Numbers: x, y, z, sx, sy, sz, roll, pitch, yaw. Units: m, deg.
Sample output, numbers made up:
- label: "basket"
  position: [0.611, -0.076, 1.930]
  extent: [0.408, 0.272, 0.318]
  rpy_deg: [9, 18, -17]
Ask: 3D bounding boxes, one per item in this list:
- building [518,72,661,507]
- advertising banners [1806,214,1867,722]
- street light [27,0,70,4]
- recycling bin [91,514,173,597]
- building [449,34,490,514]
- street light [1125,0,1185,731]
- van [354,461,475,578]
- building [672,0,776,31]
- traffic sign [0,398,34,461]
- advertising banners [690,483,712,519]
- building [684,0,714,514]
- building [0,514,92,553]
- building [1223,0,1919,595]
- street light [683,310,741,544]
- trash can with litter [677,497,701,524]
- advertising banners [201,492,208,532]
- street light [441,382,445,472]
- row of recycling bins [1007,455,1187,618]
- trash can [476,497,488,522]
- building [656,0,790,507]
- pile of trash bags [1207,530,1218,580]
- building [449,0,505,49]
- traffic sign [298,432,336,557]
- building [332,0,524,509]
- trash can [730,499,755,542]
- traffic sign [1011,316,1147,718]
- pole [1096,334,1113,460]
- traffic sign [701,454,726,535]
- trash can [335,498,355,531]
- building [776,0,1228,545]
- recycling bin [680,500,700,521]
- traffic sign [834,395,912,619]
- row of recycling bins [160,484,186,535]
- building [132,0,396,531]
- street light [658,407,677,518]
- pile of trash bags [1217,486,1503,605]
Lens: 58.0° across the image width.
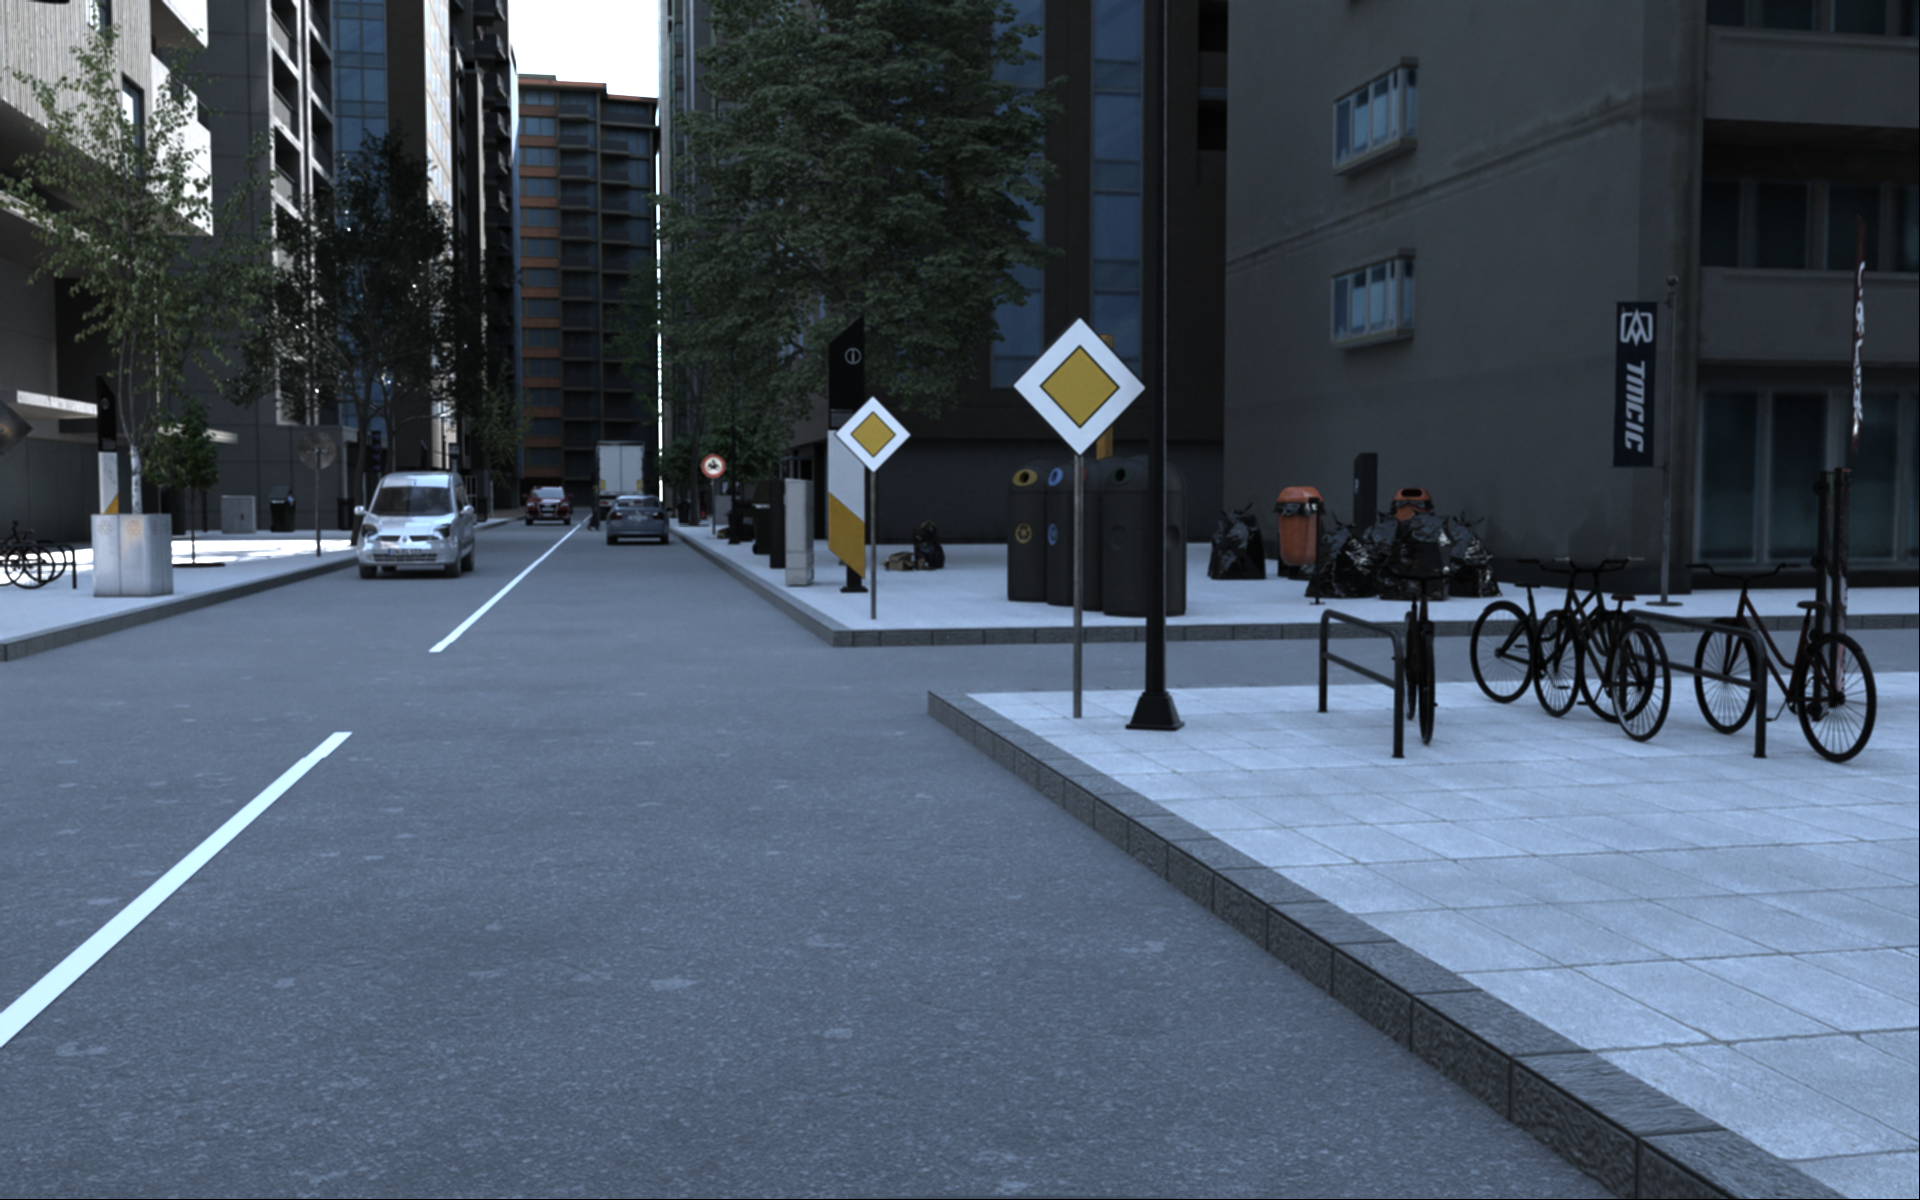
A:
- label: "building"
  position: [-46.243, -32.310, 182.884]
  extent: [28.867, 44.769, 22.147]
  rpy_deg: [-1, 4, -11]
- label: "advertising banners"
  position: [5.333, -0.874, 10.471]
  extent: [0.090, 3.025, 2.074]
  rpy_deg: [2, 4, 32]
- label: "street light"
  position: [-8.867, -2.655, 15.952]
  extent: [1.470, 5.913, 1.316]
  rpy_deg: [-1, 4, -11]
- label: "recycling bin"
  position: [-10.442, -0.570, 21.866]
  extent: [0.722, 1.027, 0.722]
  rpy_deg: [0, 4, -2]
- label: "building"
  position: [-37.452, -20.603, 108.560]
  extent: [14.160, 30.474, 14.107]
  rpy_deg: [-1, 4, -11]
- label: "street light"
  position: [0.543, -2.246, 9.260]
  extent: [1.470, 5.913, 1.316]
  rpy_deg: [-1, 4, -11]
- label: "van"
  position: [-9.635, -1.456, 30.818]
  extent: [2.013, 2.044, 4.112]
  rpy_deg: [-1, 4, -11]
- label: "building"
  position: [-16.554, -28.111, 143.217]
  extent: [14.154, 41.232, 14.086]
  rpy_deg: [-1, 4, -11]
- label: "traffic sign"
  position: [-9.028, -0.762, 16.104]
  extent: [0.795, 2.450, 0.064]
  rpy_deg: [-1, 4, -11]
- label: "advertising banners"
  position: [-13.265, -5.698, 89.356]
  extent: [2.074, 3.025, 0.090]
  rpy_deg: [3, 5, 44]
- label: "building"
  position: [-8.899, -35.516, 122.686]
  extent: [21.231, 58.520, 28.212]
  rpy_deg: [-1, 4, -11]
- label: "building"
  position: [-32.401, -27.283, 35.315]
  extent: [28.713, 52.752, 27.495]
  rpy_deg: [-1, 4, -11]
- label: "building"
  position: [16.707, -25.028, 32.916]
  extent: [21.600, 48.544, 21.300]
  rpy_deg: [-1, 4, -11]
- label: "street light"
  position: [-6.309, -4.372, 44.021]
  extent: [1.470, 5.913, 1.316]
  rpy_deg: [-1, 4, -11]
- label: "trash can with litter"
  position: [-11.734, -3.894, 75.052]
  extent: [1.055, 1.170, 0.624]
  rpy_deg: [1, 4, 13]
- label: "advertising banners"
  position: [-25.641, -3.820, 58.639]
  extent: [0.090, 3.025, 2.074]
  rpy_deg: [-2, 4, -28]
- label: "street light"
  position: [-18.299, -5.543, 63.176]
  extent: [1.470, 5.913, 1.316]
  rpy_deg: [-1, 4, -11]
- label: "row of recycling bins"
  position: [1.519, -0.766, 19.638]
  extent: [1.069, 1.692, 3.534]
  rpy_deg: [-1, 4, -21]
- label: "trash can"
  position: [-21.923, -4.128, 79.148]
  extent: [0.748, 1.137, 0.748]
  rpy_deg: [0, 3, 0]
- label: "building"
  position: [-21.976, -45.788, 186.878]
  extent: [20.611, 71.187, 20.563]
  rpy_deg: [-1, 4, -11]
- label: "pile of trash bags"
  position: [5.406, -1.011, 26.279]
  extent: [3.447, 1.369, 1.912]
  rpy_deg: [1, 4, 18]
- label: "building"
  position: [-45.563, -29.026, 129.205]
  extent: [22.147, 44.769, 28.867]
  rpy_deg: [-1, 4, -11]
- label: "traffic sign"
  position: [-13.131, -2.158, 35.389]
  extent: [0.768, 2.556, 0.104]
  rpy_deg: [0, 4, -4]
- label: "building"
  position: [-46.333, -30.719, 152.361]
  extent: [14.200, 45.320, 14.600]
  rpy_deg: [-1, 4, -11]
- label: "trash can"
  position: [-5.841, -2.154, 46.877]
  extent: [0.748, 1.137, 0.748]
  rpy_deg: [0, 3, 0]
- label: "traffic sign"
  position: [0.671, -0.381, 9.867]
  extent: [0.795, 2.450, 0.064]
  rpy_deg: [-1, 4, -11]
- label: "pole"
  position: [1.858, -1.739, 22.274]
  extent: [0.158, 3.312, 0.155]
  rpy_deg: [0, 3, 0]
- label: "traffic sign"
  position: [-7.800, -3.348, 54.846]
  extent: [0.768, 2.556, 0.104]
  rpy_deg: [0, 4, -5]
- label: "trash can"
  position: [-21.563, -3.013, 60.918]
  extent: [0.748, 1.137, 0.748]
  rpy_deg: [0, 3, 0]
- label: "building"
  position: [2.171, -24.473, 50.237]
  extent: [14.600, 45.320, 14.200]
  rpy_deg: [-1, 4, -11]
- label: "recycling bin"
  position: [-12.364, -4.084, 79.329]
  extent: [0.722, 1.027, 0.722]
  rpy_deg: [1, 4, 9]
- label: "traffic sign"
  position: [-0.890, -0.860, 17.698]
  extent: [0.795, 2.450, 0.064]
  rpy_deg: [-1, 4, -11]
- label: "row of recycling bins"
  position: [-26.023, -2.859, 53.852]
  extent: [3.534, 1.692, 1.069]
  rpy_deg: [-1, 4, -22]
- label: "building"
  position: [-33.962, -38.499, 67.714]
  extent: [20.563, 71.187, 20.611]
  rpy_deg: [-1, 4, -11]
- label: "street light"
  position: [-15.662, -7.267, 91.349]
  extent: [1.470, 5.913, 1.316]
  rpy_deg: [-1, 4, -11]
- label: "pile of trash bags"
  position: [5.049, -0.702, 21.228]
  extent: [3.447, 1.369, 1.912]
  rpy_deg: [-3, 5, -42]
